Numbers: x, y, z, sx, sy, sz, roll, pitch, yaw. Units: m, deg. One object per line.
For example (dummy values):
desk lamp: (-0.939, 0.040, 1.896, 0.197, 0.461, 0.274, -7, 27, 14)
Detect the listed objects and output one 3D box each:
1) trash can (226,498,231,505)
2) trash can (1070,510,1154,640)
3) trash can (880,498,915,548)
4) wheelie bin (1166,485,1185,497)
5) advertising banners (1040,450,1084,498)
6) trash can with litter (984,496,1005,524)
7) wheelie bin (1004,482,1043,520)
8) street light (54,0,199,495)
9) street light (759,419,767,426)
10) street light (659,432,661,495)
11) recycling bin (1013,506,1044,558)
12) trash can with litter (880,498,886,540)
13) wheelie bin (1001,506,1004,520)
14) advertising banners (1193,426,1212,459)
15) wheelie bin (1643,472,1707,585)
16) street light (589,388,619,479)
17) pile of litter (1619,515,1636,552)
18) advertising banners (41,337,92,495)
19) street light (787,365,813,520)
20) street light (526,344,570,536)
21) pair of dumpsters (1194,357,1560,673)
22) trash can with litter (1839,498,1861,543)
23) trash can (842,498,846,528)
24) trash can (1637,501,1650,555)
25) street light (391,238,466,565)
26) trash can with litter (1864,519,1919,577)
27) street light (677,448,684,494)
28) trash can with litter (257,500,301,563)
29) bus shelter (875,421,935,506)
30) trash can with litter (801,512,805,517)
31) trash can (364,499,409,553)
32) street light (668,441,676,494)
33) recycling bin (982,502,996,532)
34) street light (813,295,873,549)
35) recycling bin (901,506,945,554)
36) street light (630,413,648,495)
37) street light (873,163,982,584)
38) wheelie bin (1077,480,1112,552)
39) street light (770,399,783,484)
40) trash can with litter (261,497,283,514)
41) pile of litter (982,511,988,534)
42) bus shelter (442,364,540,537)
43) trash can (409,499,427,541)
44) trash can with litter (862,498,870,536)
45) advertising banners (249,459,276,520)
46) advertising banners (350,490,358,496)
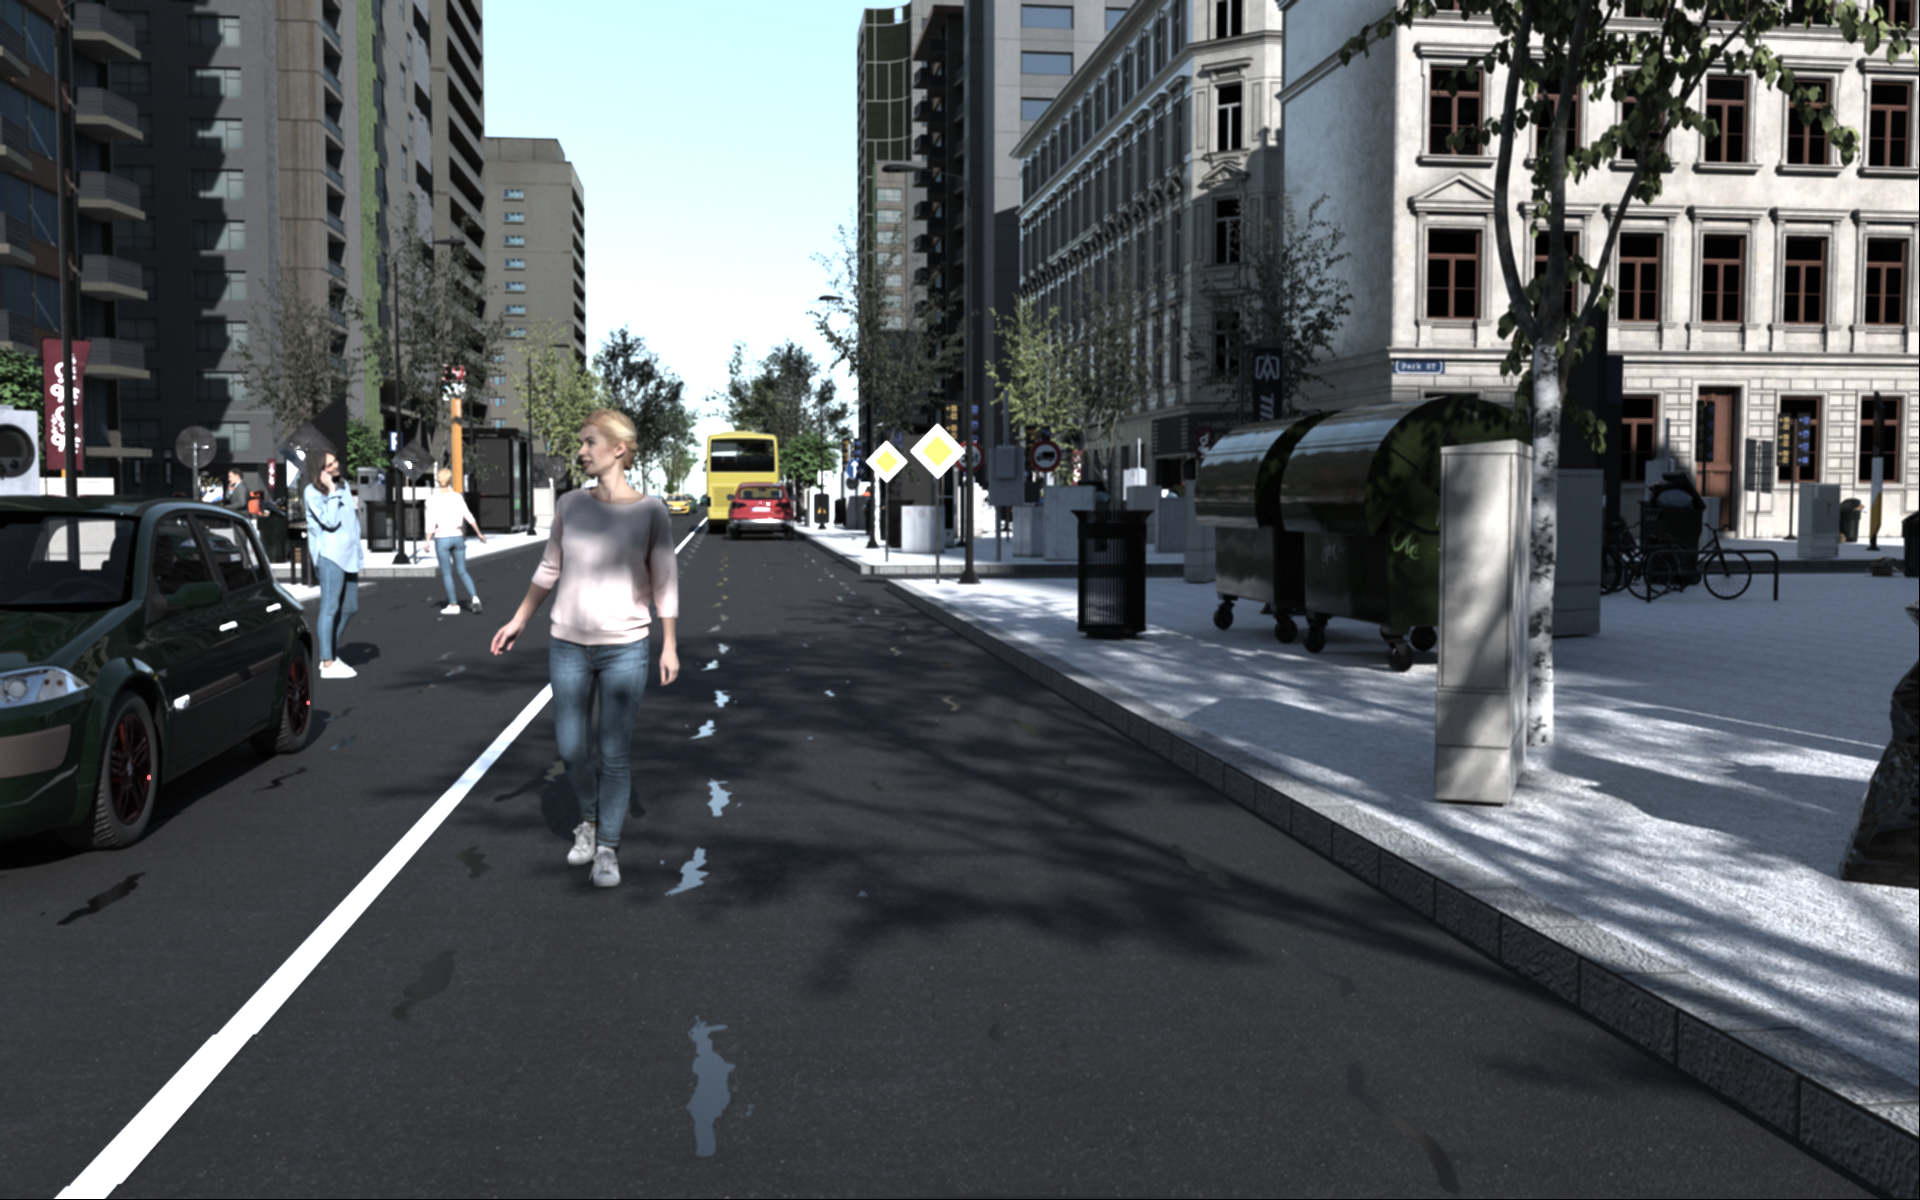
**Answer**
trash can: (-27.730, -3.278, 65.253, 0.748, 1.137, 0.748, 0, 3, 0)
trash can: (1.355, -0.232, 15.454, 0.748, 1.137, 0.748, 0, 3, 0)
trash can: (-1.437, -1.812, 41.284, 0.748, 1.137, 0.748, 0, 3, 0)
wheelie bin: (7.522, -3.178, 59.861, 0.693, 1.594, 0.980, 2, 4, 34)
advertising banners: (3.930, -4.395, 68.052, 2.074, 3.025, 0.090, -1, 4, -21)
trash can with litter: (1.262, -3.966, 75.896, 1.678, 1.210, 2.233, 0, 4, -1)
wheelie bin: (1.705, -2.231, 44.380, 0.980, 1.594, 0.693, 0, 4, 7)
street light: (-7.659, -2.654, 15.941, 1.470, 5.913, 1.316, 0, 4, -8)
street light: (-11.512, -8.221, 106.952, 1.470, 5.913, 1.316, 0, 4, -8)
street light: (-22.809, -9.583, 129.224, 1.470, 5.913, 1.316, 0, 4, -8)
recycling bin: (1.555, -1.399, 35.429, 0.722, 1.027, 0.722, -2, 4, -33)
trash can with litter: (-1.744, -2.238, 47.974, 1.055, 1.170, 0.624, 1, 4, 15)
wheelie bin: (2.239, -4.842, 87.079, 0.980, 1.594, 0.693, 1, 4, 17)
advertising banners: (6.911, -2.937, 44.213, 2.074, 3.025, 0.090, 2, 4, 30)
wheelie bin: (10.135, -1.021, 24.605, 0.693, 1.594, 0.980, 0, 4, -3)
street light: (-15.686, -6.337, 76.152, 1.470, 5.913, 1.316, 0, 4, -8)
pile of litter: (14.410, -1.514, 38.724, 1.719, 0.858, 1.176, -2, 4, -24)
advertising banners: (-10.582, -1.394, 18.984, 2.074, 3.025, 0.090, -3, 5, -43)
street light: (-5.544, -5.512, 62.655, 1.470, 5.913, 1.316, 0, 4, -8)
street light: (-12.725, -4.954, 53.533, 1.470, 5.913, 1.316, 0, 4, -8)
pair of dumpsters: (3.301, -0.730, 14.432, 1.574, 2.255, 4.437, 0, 4, -8)
trash can with litter: (23.326, -2.093, 45.600, 1.055, 1.170, 0.624, -2, 4, -35)
trash can: (-4.153, -3.317, 65.878, 0.748, 1.137, 0.748, 0, 3, 0)
trash can: (14.761, -1.536, 36.767, 0.748, 1.137, 0.748, 0, 3, 0)
street light: (-9.671, -3.609, 31.540, 1.470, 5.913, 1.316, 0, 4, -8)
trash can with litter: (14.642, -0.946, 26.862, 1.055, 1.170, 0.624, 2, 4, 35)
street light: (-28.749, -12.311, 173.820, 1.470, 5.913, 1.316, 0, 4, -8)
trash can with litter: (-12.503, -1.273, 32.198, 1.055, 1.170, 0.624, -1, 4, -10)
bus shelter: (-1.853, -4.055, 57.576, 1.731, 3.624, 6.357, 0, 4, -8)
trash can with litter: (-8.981, -5.318, 98.342, 1.055, 1.170, 0.624, -2, 4, -34)
trash can: (-12.723, -1.616, 38.082, 0.748, 1.137, 0.748, 0, 3, 0)
street light: (-25.819, -10.965, 151.811, 1.470, 5.913, 1.316, 0, 4, -8)
recycling bin: (0.932, -2.803, 58.377, 0.722, 1.027, 0.722, 2, 4, 24)
street light: (-2.604, -4.166, 40.647, 1.470, 5.913, 1.316, 0, 4, -8)
recycling bin: (-0.796, -1.521, 37.418, 0.722, 1.027, 0.722, 2, 4, 30)
street light: (-18.883, -7.771, 99.598, 1.470, 5.913, 1.316, 0, 4, -8)
street light: (-0.404, -3.181, 24.544, 1.470, 5.913, 1.316, 0, 4, -8)
wheelie bin: (2.926, -1.876, 38.582, 0.980, 1.594, 0.693, 2, 4, 32)
street light: (-8.549, -6.862, 84.736, 1.470, 5.913, 1.316, 0, 4, -8)
trash can with litter: (-16.383, -1.873, 41.689, 1.678, 1.210, 2.233, 1, 4, 15)
pile of litter: (0.307, -2.613, 56.684, 1.176, 0.858, 1.719, 0, 4, -4)
bus shelter: (-15.222, -4.805, 56.193, 2.179, 5.291, 8.768, 0, 4, -8)
trash can: (-14.947, -2.185, 47.377, 0.748, 1.137, 0.748, 0, 3, 0)
trash can with litter: (-2.438, -2.557, 53.192, 1.055, 1.170, 0.624, -1, 4, -18)
advertising banners: (-34.746, -5.488, 85.910, 2.074, 3.025, 0.090, 1, 4, 17)
advertising banners: (-22.170, -4.093, 63.112, 2.074, 3.025, 0.090, -2, 4, -29)
